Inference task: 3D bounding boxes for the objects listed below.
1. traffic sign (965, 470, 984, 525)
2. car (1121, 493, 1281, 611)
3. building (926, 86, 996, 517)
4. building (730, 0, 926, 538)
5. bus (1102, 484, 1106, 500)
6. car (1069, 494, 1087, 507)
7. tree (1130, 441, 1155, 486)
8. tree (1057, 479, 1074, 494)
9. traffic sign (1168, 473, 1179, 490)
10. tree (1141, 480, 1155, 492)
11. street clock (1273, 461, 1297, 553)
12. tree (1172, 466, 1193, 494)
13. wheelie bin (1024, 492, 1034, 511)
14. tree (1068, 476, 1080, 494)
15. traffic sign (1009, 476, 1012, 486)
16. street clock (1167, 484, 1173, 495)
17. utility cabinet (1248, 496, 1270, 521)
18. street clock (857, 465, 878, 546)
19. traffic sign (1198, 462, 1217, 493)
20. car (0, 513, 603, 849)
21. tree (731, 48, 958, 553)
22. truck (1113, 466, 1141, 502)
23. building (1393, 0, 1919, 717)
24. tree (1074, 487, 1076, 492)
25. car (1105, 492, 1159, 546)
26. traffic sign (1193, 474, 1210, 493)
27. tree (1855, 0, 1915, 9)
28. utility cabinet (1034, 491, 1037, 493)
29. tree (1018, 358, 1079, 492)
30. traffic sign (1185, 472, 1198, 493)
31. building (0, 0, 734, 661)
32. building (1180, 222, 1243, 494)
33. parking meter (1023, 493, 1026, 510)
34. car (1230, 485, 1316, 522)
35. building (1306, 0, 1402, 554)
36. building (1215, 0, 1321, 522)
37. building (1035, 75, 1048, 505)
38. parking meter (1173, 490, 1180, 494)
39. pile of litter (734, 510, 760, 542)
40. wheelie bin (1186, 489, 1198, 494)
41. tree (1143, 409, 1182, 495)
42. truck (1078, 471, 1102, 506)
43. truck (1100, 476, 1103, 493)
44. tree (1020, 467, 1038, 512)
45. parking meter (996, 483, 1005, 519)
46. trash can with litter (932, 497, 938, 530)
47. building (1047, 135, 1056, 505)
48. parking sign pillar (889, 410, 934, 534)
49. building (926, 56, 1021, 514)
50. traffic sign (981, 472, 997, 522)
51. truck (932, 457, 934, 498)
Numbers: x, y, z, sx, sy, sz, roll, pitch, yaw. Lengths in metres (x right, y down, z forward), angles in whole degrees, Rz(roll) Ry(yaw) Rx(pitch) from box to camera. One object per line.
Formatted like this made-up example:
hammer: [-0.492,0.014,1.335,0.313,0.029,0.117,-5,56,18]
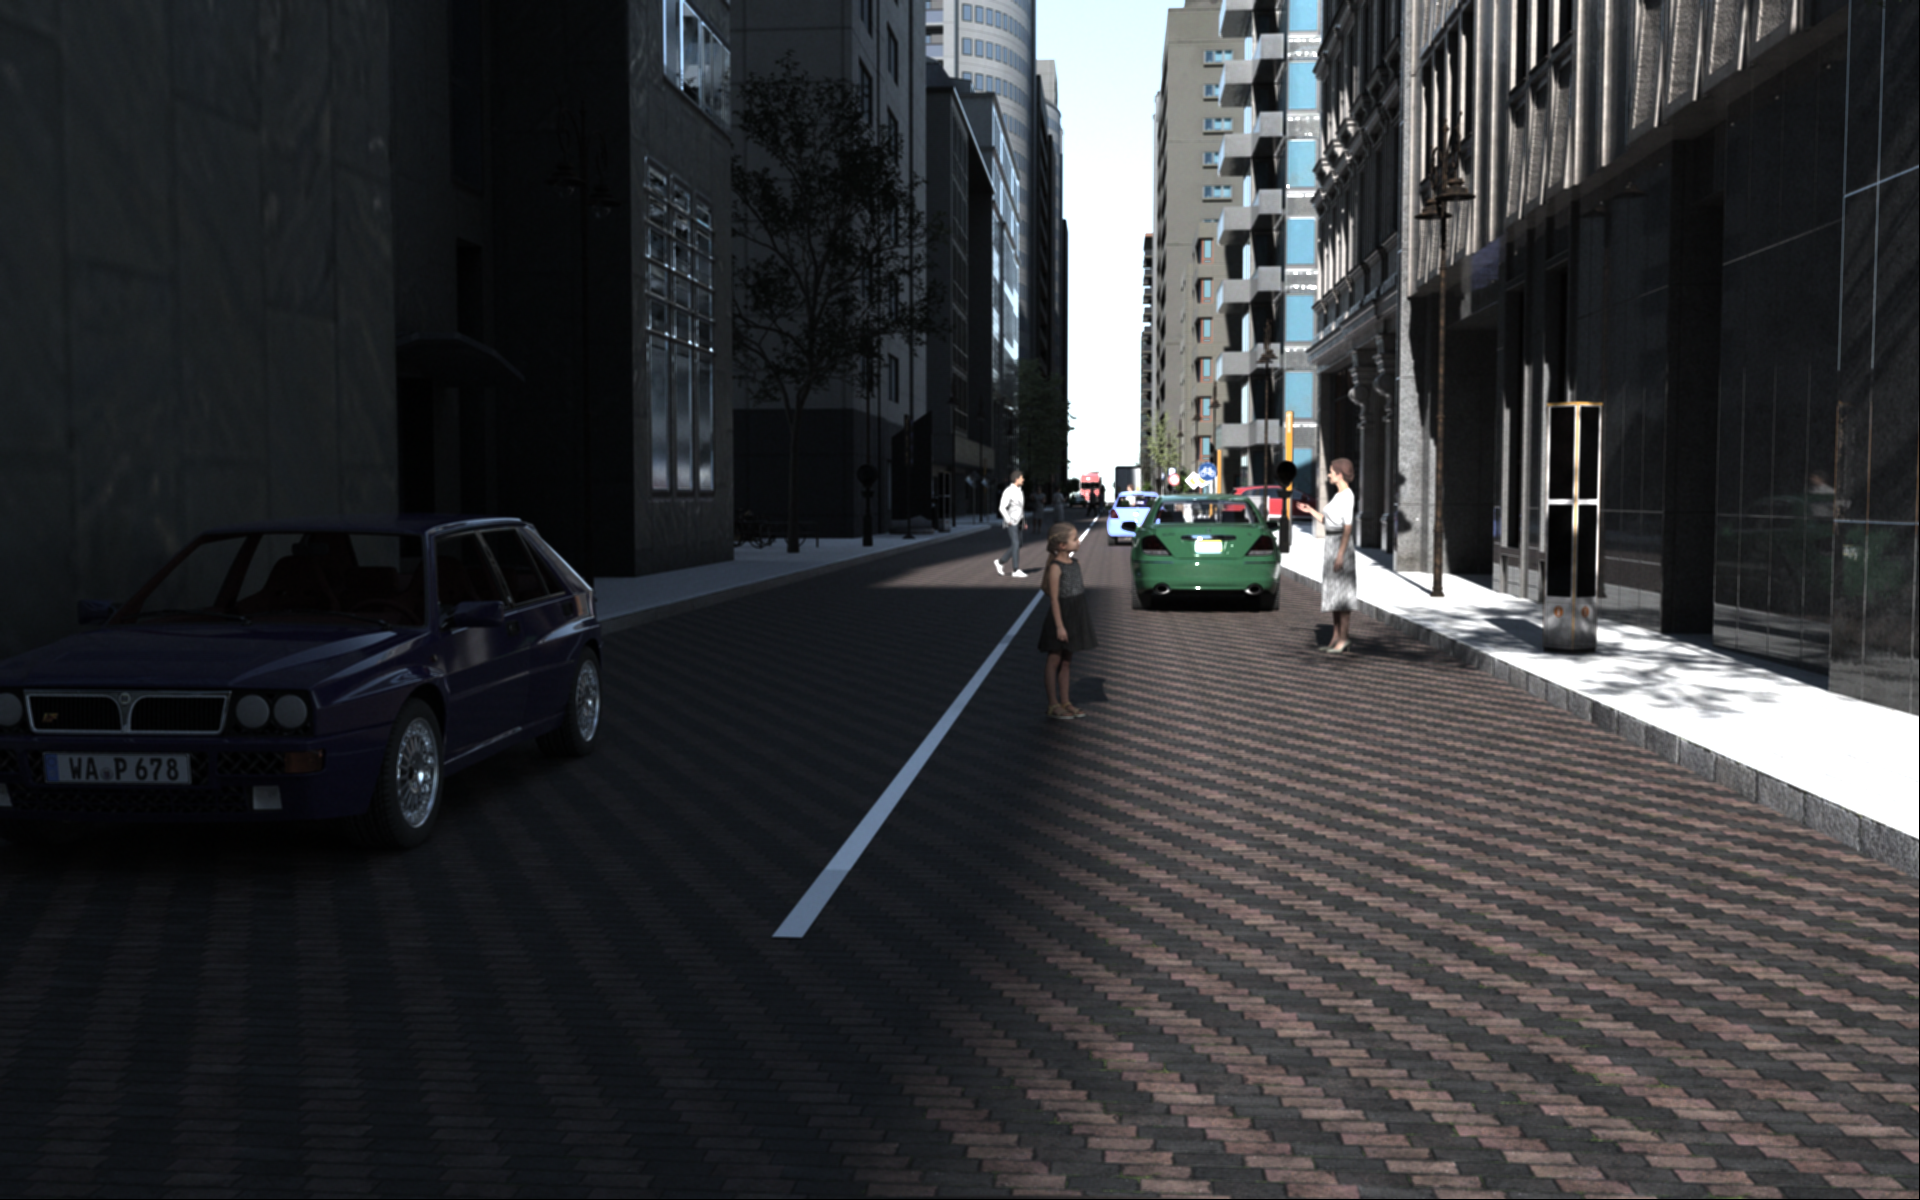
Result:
traffic sign: [0.582,-4.148,71.464,0.795,2.450,0.064,0,4,5]
car: [3.176,-0.673,22.799,2.131,1.459,4.920,0,4,6]
building: [-6.167,-16.892,95.243,14.314,24.678,30.058,0,4,5]
building: [-12.296,-37.967,59.009,20.611,71.187,20.563,0,4,5]
bus: [23.799,-18.652,299.813,2.948,3.499,13.247,0,4,5]
car: [12.893,-11.065,189.709,1.959,1.807,4.718,0,4,5]
tree: [25.482,-17.585,237.883,4.360,8.622,3.978,0,3,0]
tree: [13.214,-14.049,224.293,1.663,3.219,1.824,0,3,0]
traffic sign: [13.232,-6.532,106.909,0.768,2.556,0.104,1,4,14]
tree: [22.810,-13.251,211.249,1.663,3.219,1.824,0,3,0]
street clock: [7.041,-2.020,37.597,0.471,2.002,0.358,-1,4,-11]
tree: [13.959,-7.013,109.257,1.663,3.219,1.824,0,3,0]
wheelie bin: [5.357,-7.621,132.509,0.693,1.594,0.980,-1,4,-23]
tree: [20.201,-19.768,306.915,4.285,4.588,4.351,0,3,0]
traffic sign: [3.099,-5.977,99.857,0.606,2.300,0.079,1,4,11]
street clock: [15.094,-7.305,124.006,0.471,2.002,0.358,3,4,38]
utility cabinet: [9.394,-2.669,54.804,0.306,1.237,1.020,-1,4,-21]
street clock: [-2.271,-2.324,42.567,0.471,2.002,0.358,1,4,21]
traffic sign: [9.848,-4.211,68.954,0.768,2.556,0.104,1,4,9]
car: [-2.965,0.264,8.257,1.945,1.354,3.894,0,4,4]
tree: [-3.784,-6.295,37.342,8.767,10.594,7.601,1,4,17]
truck: [17.191,-11.575,178.159,2.839,4.237,11.283,0,4,4]
building: [12.309,-12.210,17.658,12.078,24.808,19.932,0,4,5]
tree: [15.768,-15.603,249.705,1.663,3.219,1.824,0,3,0]
car: [5.078,-2.425,49.245,1.945,1.707,3.694,0,4,6]
traffic sign: [9.887,-4.096,70.618,0.795,2.450,0.064,0,4,5]
tree: [5.202,-4.292,4.582,8.767,10.594,7.601,0,4,5]
utility cabinet: [6.207,-8.538,148.269,0.318,1.500,1.173,-2,4,-34]
tree: [5.982,-13.854,144.639,7.486,12.596,7.792,0,3,0]
traffic sign: [10.596,-4.583,78.571,0.795,2.450,0.064,0,4,5]
building: [-14.884,-43.041,16.393,22.319,86.520,31.000,0,4,5]
building: [30.187,-17.030,123.475,27.650,21.520,28.899,0,4,5]
parking meter: [5.074,-7.873,137.126,0.372,1.533,0.369,0,3,0]
car: [13.811,-3.981,73.770,5.304,1.827,2.281,0,4,6]
building: [14.506,-12.046,47.856,10.553,20.767,40.483,0,4,5]
building: [28.322,-28.552,86.439,30.456,49.044,23.786,0,4,5]
building: [-1.277,-34.853,193.555,21.300,48.544,21.600,0,4,5]
parking meter: [12.842,-5.768,102.716,0.372,1.533,0.369,0,3,0]
pile of litter: [-6.060,-2.039,47.300,1.176,0.858,1.719,0,4,-6]
wheelie bin: [13.807,-5.814,102.964,0.693,1.594,0.980,-3,5,-39]
tree: [17.492,-12.061,147.554,4.737,8.622,4.395,0,3,0]
truck: [16.242,-13.898,216.150,2.839,4.237,11.283,0,4,5]
truck: [21.302,-17.536,275.632,2.839,4.237,11.283,0,4,3]
tree: [4.741,-7.899,123.745,1.663,3.219,1.824,0,3,0]
parking meter: [2.122,-5.200,90.738,0.399,1.863,0.255,2,4,28]
trash can with litter: [-1.013,-3.095,61.995,0.624,1.170,1.055,-2,4,-25]
building: [4.511,-34.350,211.735,14.600,45.320,14.200,0,4,5]
parking sign pillar: [-1.550,-4.106,55.600,1.447,3.967,1.447,0,4,-2]
building: [-1.990,-21.237,124.711,11.434,29.767,29.804,0,4,5]
traffic sign: [1.290,-4.635,79.418,0.795,2.450,0.064,0,4,5]
truck: [-9.880,-5.240,75.428,18.799,4.110,2.967,0,4,4]
